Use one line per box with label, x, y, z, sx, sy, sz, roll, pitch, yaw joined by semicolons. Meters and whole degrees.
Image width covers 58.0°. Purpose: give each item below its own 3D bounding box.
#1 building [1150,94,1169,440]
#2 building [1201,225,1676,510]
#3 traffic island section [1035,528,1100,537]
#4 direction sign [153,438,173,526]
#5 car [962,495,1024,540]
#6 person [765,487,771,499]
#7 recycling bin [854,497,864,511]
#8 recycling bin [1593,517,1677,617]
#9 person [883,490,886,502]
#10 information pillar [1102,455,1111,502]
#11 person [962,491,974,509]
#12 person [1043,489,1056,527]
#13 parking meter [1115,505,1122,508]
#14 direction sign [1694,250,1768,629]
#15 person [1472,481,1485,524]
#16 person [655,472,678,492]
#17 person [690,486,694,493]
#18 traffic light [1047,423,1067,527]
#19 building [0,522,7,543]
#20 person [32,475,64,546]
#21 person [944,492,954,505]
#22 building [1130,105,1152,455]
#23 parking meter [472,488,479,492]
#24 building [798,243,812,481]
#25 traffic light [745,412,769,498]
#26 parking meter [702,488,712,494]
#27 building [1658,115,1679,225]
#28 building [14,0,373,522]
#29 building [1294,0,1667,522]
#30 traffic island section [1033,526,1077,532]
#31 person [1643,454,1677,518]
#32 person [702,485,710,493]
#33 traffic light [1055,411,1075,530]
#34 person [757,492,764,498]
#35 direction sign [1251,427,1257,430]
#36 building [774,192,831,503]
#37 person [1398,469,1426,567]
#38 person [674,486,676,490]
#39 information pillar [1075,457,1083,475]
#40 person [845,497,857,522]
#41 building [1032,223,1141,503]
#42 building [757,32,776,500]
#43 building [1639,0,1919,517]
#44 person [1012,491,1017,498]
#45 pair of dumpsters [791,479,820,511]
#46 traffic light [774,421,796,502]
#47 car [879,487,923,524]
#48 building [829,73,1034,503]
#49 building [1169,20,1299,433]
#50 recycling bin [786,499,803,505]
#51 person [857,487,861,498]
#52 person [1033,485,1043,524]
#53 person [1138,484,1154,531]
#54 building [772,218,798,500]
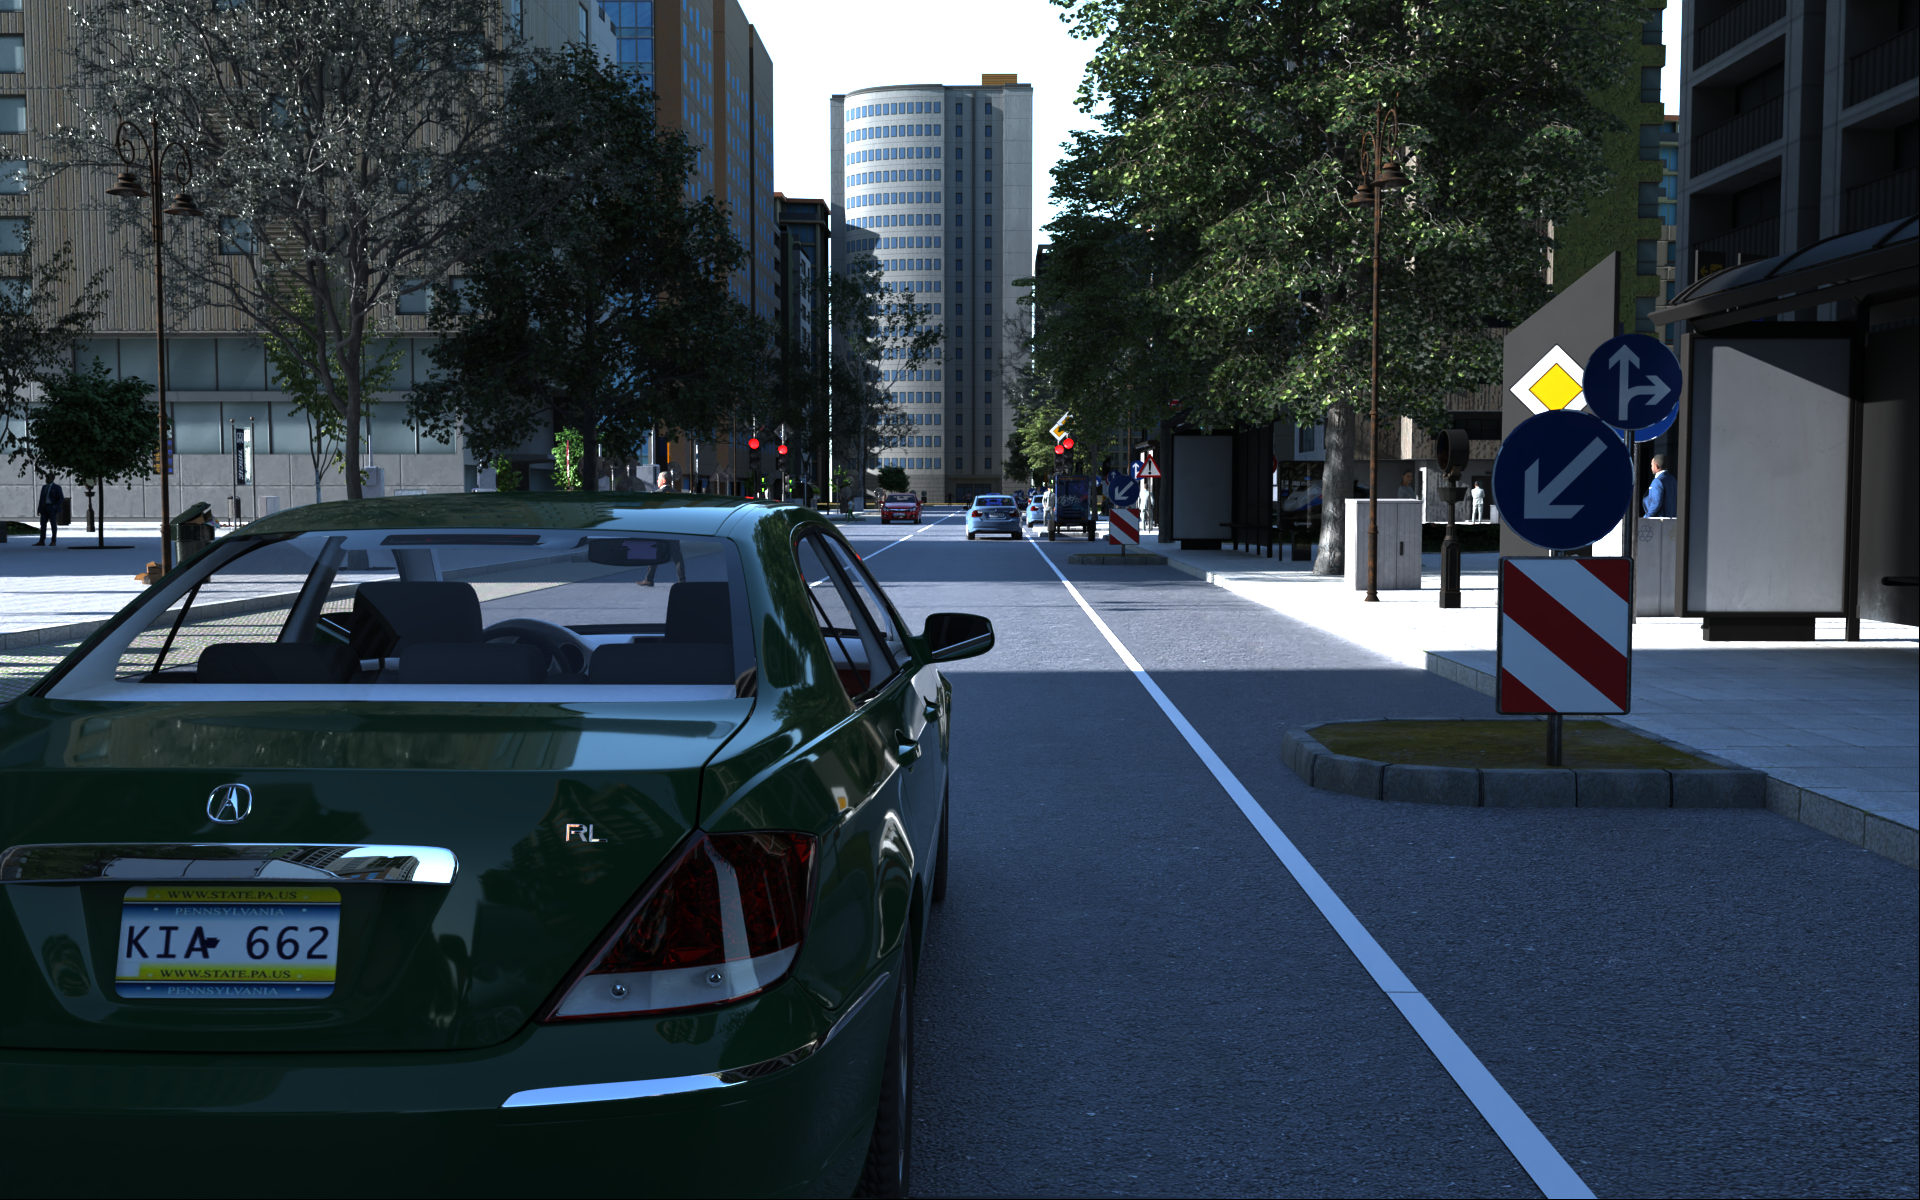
building;26.140;-31.708;168.542;14.600;45.320;14.200;0;4;1
building;32.885;-17.205;126.338;27.650;21.520;28.899;0;4;1
traffic island section;3.675;-2.230;58.738;2.009;0.180;2.903;0;4;1
direction sign;-32.048;-4.751;69.676;0.876;3.537;0.379;0;4;8
car;1.083;-2.664;55.557;2.014;1.417;4.499;0;4;-1
person;-13.061;-6.831;117.843;0.709;1.813;0.853;3;5;44
recycling bin;-7.550;-7.119;128.946;0.722;1.027;0.722;0;4;-5
recycling bin;7.219;-0.357;18.392;0.722;1.027;0.722;-1;4;-12
person;-9.319;-12.706;214.341;0.434;1.755;0.990;-1;4;-10
information pillar;8.878;-6.940;104.816;0.504;3.616;0.183;1;4;15
person;0.734;-8.700;151.456;1.217;1.736;0.721;1;4;10
person;3.560;-3.683;68.820;0.635;1.810;0.391;1;4;10
parking meter;6.301;-3.659;68.229;0.372;1.533;0.369;0;3;0
direction sign;7.236;-1.489;16.338;0.876;3.537;0.379;-1;4;-23
person;21.056;-3.925;70.405;0.511;1.800;0.466;1;4;14
person;-4.585;-1.087;26.670;0.834;1.777;0.661;1;4;23
person;-18.002;-6.747;116.483;0.853;1.813;0.709;-1;4;-21
traffic light;3.788;-4.752;66.608;0.839;4.253;0.868;0;4;1
building;-37.261;-30.180;35.442;28.212;58.520;21.231;0;4;1
person;-22.605;-2.248;42.978;0.721;1.800;0.419;0;4;3
person;-1.190;-11.703;200.365;1.217;1.766;0.721;1;4;11
building;30.315;-32.808;191.041;22.147;44.769;28.867;0;4;1
parking meter;-18.855;-3.619;67.574;0.372;1.533;0.369;0;3;0
building;-24.555;-26.242;200.757;14.107;30.474;14.160;0;4;1
traffic light;-6.925;-4.275;58.811;0.839;4.253;0.868;0;4;1
parking meter;-10.512;-3.889;72.001;0.372;1.533;0.369;0;3;0
building;66.260;-33.027;194.614;28.867;44.769;22.147;0;4;1
building;-33.555;-30.642;90.231;28.713;52.752;27.495;0;4;1
building;24.412;-19.092;83.852;14.107;30.474;14.160;0;4;1
traffic island section;3.828;-2.718;66.722;2.009;0.180;2.903;0;4;1
person;9.225;-1.015;22.818;0.419;1.800;0.721;3;4;35
person;-15.538;-6.131;106.087;0.655;1.846;0.447;3;4;36
traffic light;3.635;-4.263;58.625;0.839;4.253;0.868;0;4;1
person;-12.934;-6.452;112.378;0.643;1.720;0.563;-3;5;-42
direction sign;8.379;-3.571;50.388;0.876;3.537;0.379;3;5;41
building;-33.109;-36.276;247.730;28.867;44.769;22.147;0;4;1
person;7.859;-1.458;30.631;0.760;1.731;0.466;0;4;3
person;-19.730;-6.940;119.620;0.679;1.850;0.850;2;4;34
information pillar;7.503;-7.187;108.866;0.504;3.616;0.183;1;4;10
person;-5.483;-4.559;87.293;0.590;1.304;0.306;1;4;18
building;22.535;-34.223;251.427;23.993;40.220;32.217;0;4;1
building;-25.282;-31.398;163.466;14.600;45.320;14.200;0;4;1
building;26.487;-36.382;33.100;20.563;71.187;20.611;0;4;1
person;4.962;-8.876;154.554;0.436;1.711;0.756;-3;4;-37
pair of dumpsters;-9.574;-6.373;106.699;1.574;2.255;4.437;0;4;1
traffic light;-6.771;-4.763;66.794;0.839;4.253;0.868;0;4;1
car;-2.819;-4.568;83.729;2.155;1.783;4.494;0;4;1
building;-3.958;-43.073;246.234;28.212;58.520;21.231;0;4;1
building;25.377;-28.753;153.701;14.154;41.232;14.086;0;4;1
recycling bin;-9.290;-5.175;97.167;0.722;1.027;0.722;2;4;30
person;-7.567;-7.597;130.362;0.767;1.812;0.694;0;4;-4
person;3.856;-4.641;84.165;0.659;1.850;0.755;-1;4;-21
person;6.765;-3.315;62.798;0.635;1.810;0.391;1;4;16
building;-24.852;-24.861;178.178;14.160;30.474;14.107;0;4;1
